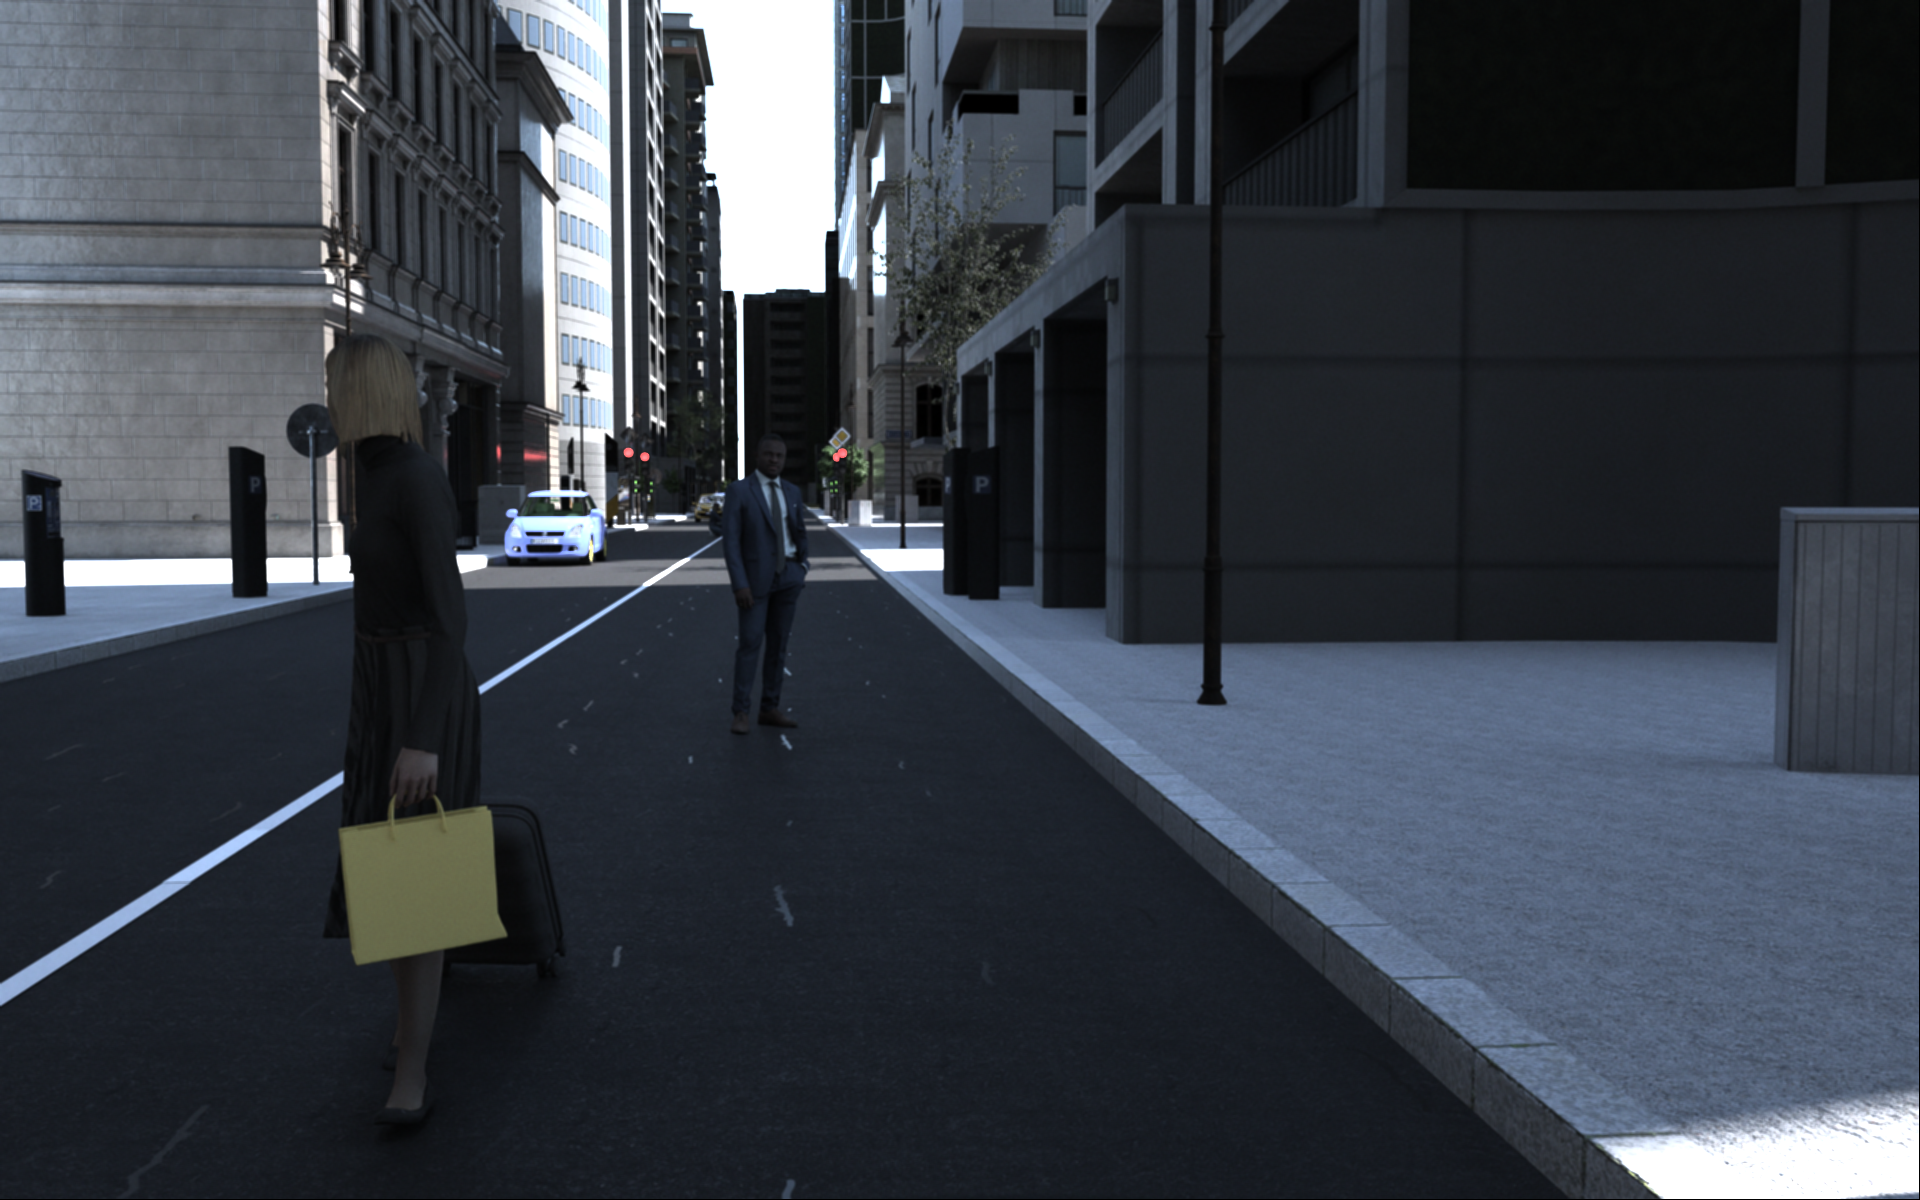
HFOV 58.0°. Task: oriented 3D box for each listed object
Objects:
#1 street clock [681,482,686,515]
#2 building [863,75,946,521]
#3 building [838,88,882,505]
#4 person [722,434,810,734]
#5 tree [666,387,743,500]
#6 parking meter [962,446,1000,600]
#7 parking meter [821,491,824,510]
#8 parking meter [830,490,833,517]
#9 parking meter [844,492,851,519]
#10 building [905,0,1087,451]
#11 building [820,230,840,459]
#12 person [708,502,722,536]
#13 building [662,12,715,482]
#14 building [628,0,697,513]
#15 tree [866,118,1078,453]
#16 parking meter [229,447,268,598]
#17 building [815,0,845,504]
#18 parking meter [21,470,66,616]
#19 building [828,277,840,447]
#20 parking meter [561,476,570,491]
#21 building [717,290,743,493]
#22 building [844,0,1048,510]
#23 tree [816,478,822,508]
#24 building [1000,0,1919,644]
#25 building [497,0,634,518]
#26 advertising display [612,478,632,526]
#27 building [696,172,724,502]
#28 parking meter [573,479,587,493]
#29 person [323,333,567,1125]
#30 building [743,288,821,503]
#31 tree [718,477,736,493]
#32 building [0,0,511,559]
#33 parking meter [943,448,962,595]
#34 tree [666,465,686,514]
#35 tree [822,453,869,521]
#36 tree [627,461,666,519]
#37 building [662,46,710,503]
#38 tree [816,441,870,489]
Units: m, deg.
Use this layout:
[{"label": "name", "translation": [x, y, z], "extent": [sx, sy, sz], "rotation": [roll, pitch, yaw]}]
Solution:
[{"label": "street clock", "translation": [-17.160, -6.301, 107.588], "extent": [0.358, 2.002, 0.471], "rotation": [-1, 4, -19]}, {"label": "building", "translation": [12.727, -16.481, 88.553], "extent": [34.723, 24.649, 14.460], "rotation": [0, 4, -6]}, {"label": "building", "translation": [1.599, -19.454, 122.591], "extent": [19.350, 26.468, 34.151], "rotation": [0, 4, -6]}, {"label": "person", "translation": [-1.209, -0.120, 10.650], "extent": [0.419, 1.800, 0.721], "rotation": [3, 5, 44]}, {"label": "tree", "translation": [-22.273, -13.136, 149.178], "extent": [8.767, 10.594, 7.601], "rotation": [2, 4, 27]}, {"label": "parking meter", "translation": [0.273, -0.940, 21.078], "extent": [0.399, 1.863, 0.255], "rotation": [1, 4, 10]}, {"label": "parking meter", "translation": [-11.123, -8.278, 141.061], "extent": [0.255, 1.863, 0.399], "rotation": [-3, 4, -36]}, {"label": "parking meter", "translation": [-7.036, -5.365, 96.136], "extent": [0.372, 1.533, 0.369], "rotation": [0, 3, 0]}, {"label": "parking meter", "translation": [-5.783, -5.097, 89.050], "extent": [0.399, 1.863, 0.255], "rotation": [2, 4, 33]}, {"label": "building", "translation": [12.363, -28.664, 57.901], "extent": [28.713, 52.752, 27.495], "rotation": [0, 4, -6]}, {"label": "building", "translation": [-7.943, -25.688, 191.701], "extent": [14.160, 30.474, 14.107], "rotation": [0, 4, -6]}, {"label": "person", "translation": [-8.166, -2.734, 58.706], "extent": [0.738, 1.151, 1.012], "rotation": [0, 4, -7]}, {"label": "building", "translation": [-42.333, -37.017, 194.474], "extent": [28.713, 52.752, 27.495], "rotation": [0, 4, -6]}, {"label": "building", "translation": [-29.659, -41.902, 123.349], "extent": [20.563, 71.187, 20.611], "rotation": [0, 4, -6]}, {"label": "tree", "translation": [0.151, -5.179, 35.047], "extent": [4.360, 8.622, 3.978], "rotation": [0, 3, 0]}, {"label": "parking meter", "translation": [-8.860, -0.970, 21.579], "extent": [0.255, 1.863, 0.399], "rotation": [1, 4, 20]}, {"label": "building", "translation": [-6.593, -55.089, 213.381], "extent": [22.319, 86.520, 31.000], "rotation": [0, 4, -6]}, {"label": "parking meter", "translation": [-9.677, -0.604, 18.290], "extent": [0.372, 1.533, 0.369], "rotation": [0, 3, 0]}, {"label": "building", "translation": [-4.870, -19.415, 147.118], "extent": [12.332, 23.373, 15.834], "rotation": [0, 4, -6]}, {"label": "parking meter", "translation": [-12.438, -2.990, 54.605], "extent": [0.255, 1.863, 0.399], "rotation": [-1, 4, -9]}, {"label": "building", "translation": [-38.370, -28.899, 244.193], "extent": [14.107, 30.474, 14.160], "rotation": [0, 4, -6]}, {"label": "building", "translation": [-3.202, -44.970, 173.512], "extent": [20.563, 71.187, 20.611], "rotation": [0, 4, -6]}, {"label": "tree", "translation": [-8.491, -7.341, 114.625], "extent": [1.663, 3.219, 1.824], "rotation": [0, 3, 0]}, {"label": "building", "translation": [11.100, -35.465, 18.112], "extent": [20.563, 71.187, 20.611], "rotation": [0, 4, -6]}, {"label": "building", "translation": [-29.371, -33.579, 91.008], "extent": [21.231, 58.520, 28.212], "rotation": [0, 4, -6]}, {"label": "advertising display", "translation": [-13.803, -3.994, 70.523], "extent": [0.974, 1.923, 0.123], "rotation": [2, 4, 26]}, {"label": "building", "translation": [-37.309, -32.854, 220.761], "extent": [14.086, 41.232, 14.154], "rotation": [0, 4, -6]}, {"label": "parking meter", "translation": [-15.063, -3.862, 68.849], "extent": [0.399, 1.863, 0.255], "rotation": [0, 4, 2]}, {"label": "person", "translation": [-1.306, 0.261, 4.451], "extent": [0.699, 1.804, 1.509], "rotation": [0, 4, 5]}, {"label": "building", "translation": [-23.845, -29.034, 246.400], "extent": [14.107, 30.474, 14.160], "rotation": [0, 4, -6]}, {"label": "tree", "translation": [-26.419, -12.237, 194.682], "extent": [1.663, 3.219, 1.824], "rotation": [0, 3, 0]}, {"label": "building", "translation": [-17.097, -11.255, 34.933], "extent": [10.553, 20.767, 40.483], "rotation": [0, 4, -6]}, {"label": "parking meter", "translation": [-0.041, -1.000, 22.063], "extent": [0.255, 1.863, 0.399], "rotation": [-1, 4, -21]}, {"label": "tree", "translation": [-18.764, -7.289, 113.773], "extent": [1.663, 3.219, 1.824], "rotation": [0, 3, 0]}, {"label": "tree", "translation": [-5.372, -5.363, 82.279], "extent": [1.663, 3.219, 1.824], "rotation": [0, 3, 0]}, {"label": "tree", "translation": [-16.225, -5.753, 88.657], "extent": [1.663, 3.219, 1.824], "rotation": [0, 3, 0]}, {"label": "building", "translation": [-35.744, -31.333, 166.920], "extent": [22.147, 44.769, 28.867], "rotation": [0, 4, -6]}, {"label": "tree", "translation": [-6.781, -7.182, 101.140], "extent": [4.285, 4.588, 4.351], "rotation": [0, 3, 0]}]
